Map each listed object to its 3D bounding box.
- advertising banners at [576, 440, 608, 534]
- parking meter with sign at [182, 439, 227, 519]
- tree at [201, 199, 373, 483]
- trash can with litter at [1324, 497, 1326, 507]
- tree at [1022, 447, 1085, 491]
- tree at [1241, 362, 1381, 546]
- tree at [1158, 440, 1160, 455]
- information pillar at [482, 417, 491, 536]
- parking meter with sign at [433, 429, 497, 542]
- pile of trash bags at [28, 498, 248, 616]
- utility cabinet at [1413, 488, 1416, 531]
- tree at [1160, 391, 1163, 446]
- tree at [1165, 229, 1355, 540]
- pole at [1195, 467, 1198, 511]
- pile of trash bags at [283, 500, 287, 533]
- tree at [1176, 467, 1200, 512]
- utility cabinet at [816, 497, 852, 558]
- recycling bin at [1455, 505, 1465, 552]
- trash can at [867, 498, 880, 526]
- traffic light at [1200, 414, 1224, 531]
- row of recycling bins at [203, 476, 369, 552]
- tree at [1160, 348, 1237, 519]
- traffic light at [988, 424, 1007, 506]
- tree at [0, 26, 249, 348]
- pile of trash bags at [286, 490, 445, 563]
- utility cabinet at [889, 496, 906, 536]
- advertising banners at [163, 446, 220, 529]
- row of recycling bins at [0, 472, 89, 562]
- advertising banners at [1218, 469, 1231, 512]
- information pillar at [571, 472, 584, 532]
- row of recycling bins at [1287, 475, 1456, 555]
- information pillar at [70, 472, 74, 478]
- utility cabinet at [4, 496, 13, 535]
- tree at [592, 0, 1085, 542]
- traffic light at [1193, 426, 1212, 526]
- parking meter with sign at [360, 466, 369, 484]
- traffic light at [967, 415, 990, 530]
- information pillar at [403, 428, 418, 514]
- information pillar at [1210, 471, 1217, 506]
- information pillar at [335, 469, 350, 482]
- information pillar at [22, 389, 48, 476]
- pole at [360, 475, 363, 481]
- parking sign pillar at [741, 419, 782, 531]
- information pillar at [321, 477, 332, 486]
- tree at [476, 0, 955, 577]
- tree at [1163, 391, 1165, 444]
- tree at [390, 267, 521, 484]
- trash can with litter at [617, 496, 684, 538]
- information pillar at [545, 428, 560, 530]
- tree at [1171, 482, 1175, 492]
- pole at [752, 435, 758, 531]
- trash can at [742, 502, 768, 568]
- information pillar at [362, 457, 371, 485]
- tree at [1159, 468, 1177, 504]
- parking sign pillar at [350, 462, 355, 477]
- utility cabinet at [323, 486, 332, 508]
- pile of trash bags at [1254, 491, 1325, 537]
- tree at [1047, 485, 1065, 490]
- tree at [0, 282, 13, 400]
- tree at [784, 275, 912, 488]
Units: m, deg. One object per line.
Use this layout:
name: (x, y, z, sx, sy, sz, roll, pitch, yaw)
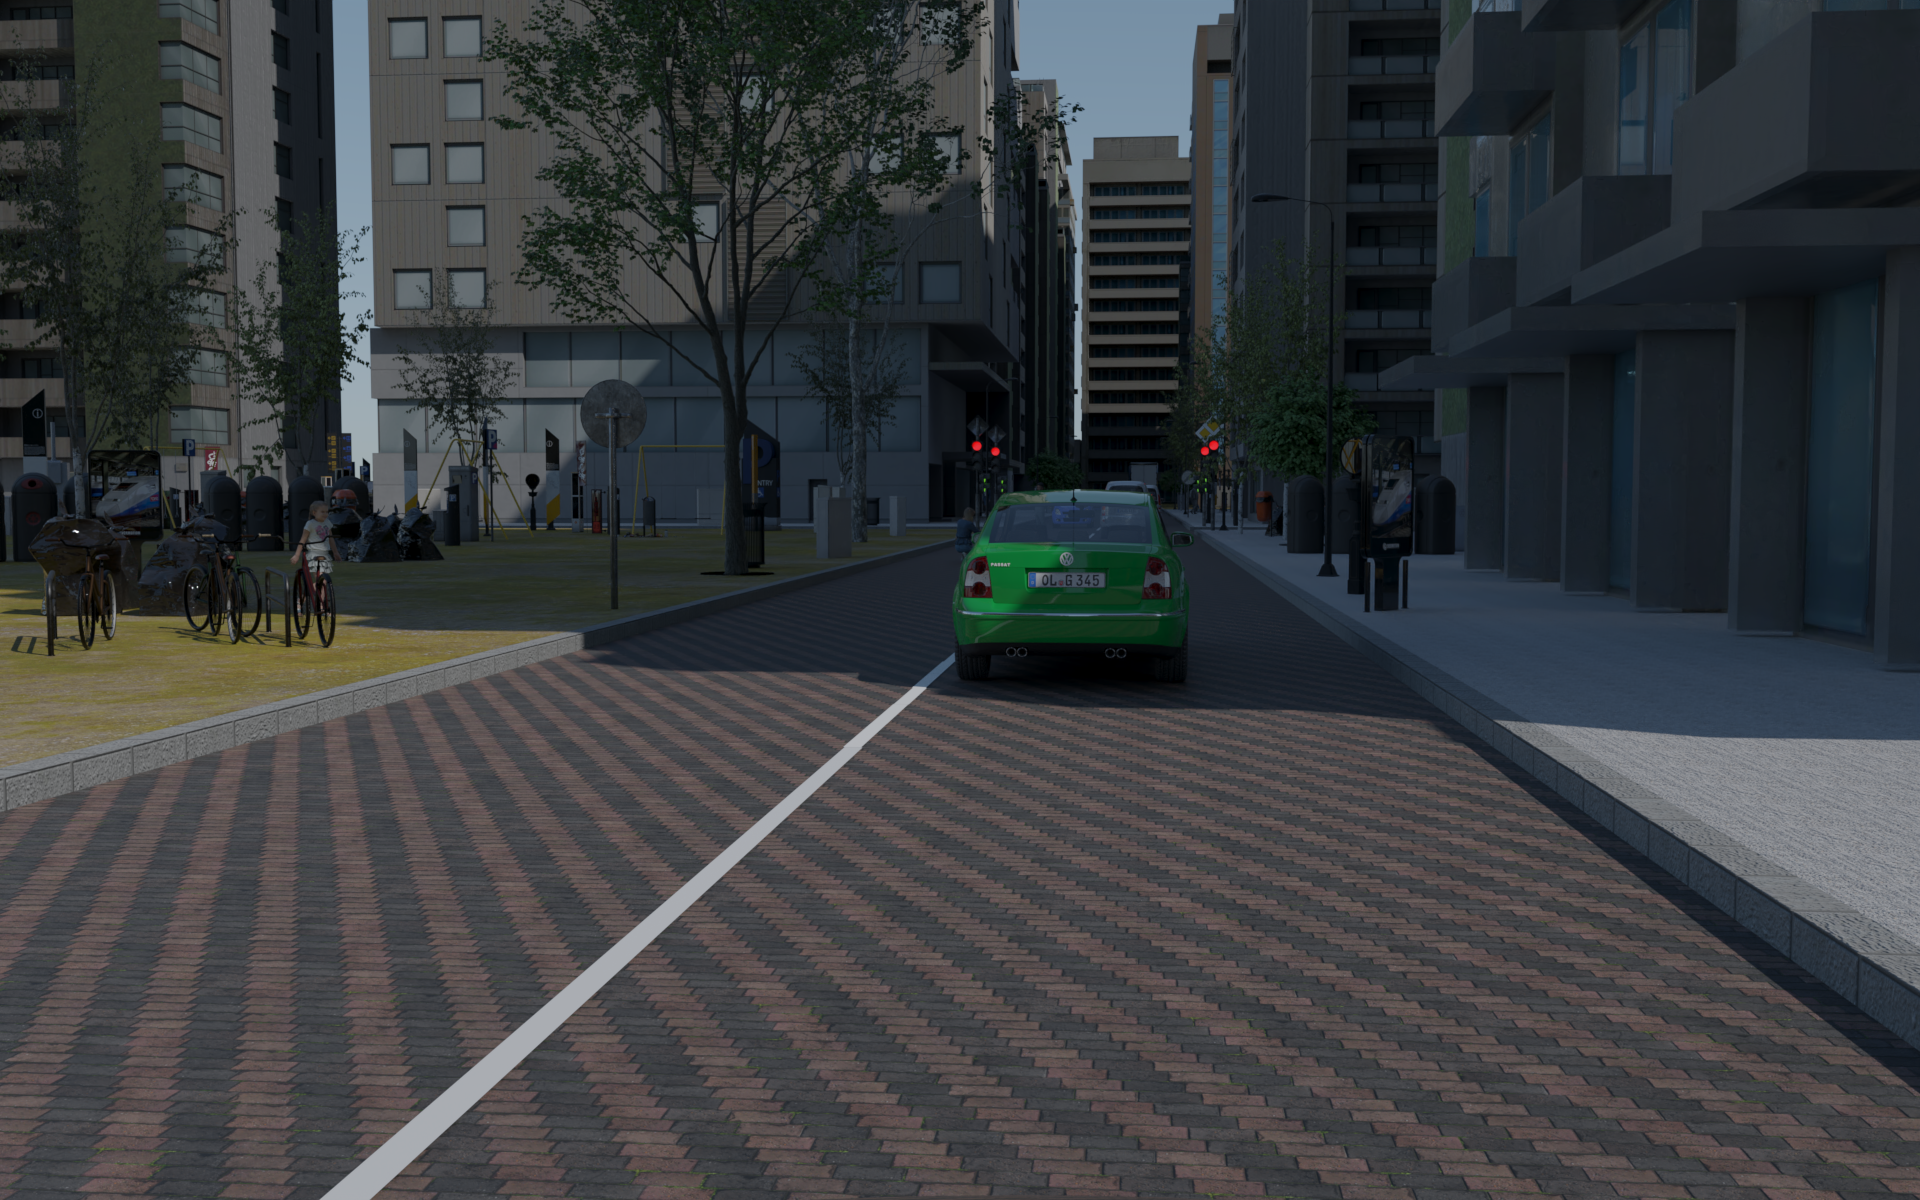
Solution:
advertising banners: (-11.769, -3.668, 56.163, 2.074, 3.025, 0.090, 3, 4, 38)
parking meter with sign: (-23.575, -3.574, 54.691, 1.738, 3.016, 0.543, 1, 4, 10)
tree: (-16.554, -5.689, 43.385, 4.737, 8.622, 4.395, 0, 3, 0)
trash can with litter: (12.143, -2.934, 59.359, 1.055, 1.170, 0.624, 2, 4, 33)
tree: (6.571, -8.645, 125.057, 4.285, 4.588, 4.351, 0, 3, 0)
tree: (8.692, -3.624, 42.961, 4.285, 4.588, 4.351, 0, 3, 0)
tree: (17.105, -11.206, 133.584, 4.360, 8.622, 3.978, 0, 3, 0)
information pillar: (-14.386, -3.742, 52.543, 0.183, 3.616, 0.504, 0, 4, -6)
parking meter with sign: (-13.406, -3.090, 46.786, 1.738, 3.016, 0.543, 1, 4, 14)
pile of trash bags: (-9.606, -0.565, 18.983, 3.447, 1.369, 1.912, 0, 4, 3)
utility cabinet: (15.398, -3.105, 59.446, 0.318, 1.500, 1.173, -1, 4, -13)
tree: (14.984, -10.017, 114.137, 4.737, 8.622, 4.395, 0, 3, 0)
tree: (8.944, -5.988, 48.262, 4.737, 8.622, 4.395, 0, 3, 0)
pole: (17.588, -8.245, 128.648, 0.158, 3.312, 0.155, 0, 3, 0)
pile of trash bags: (-22.145, -3.022, 59.168, 1.912, 1.369, 3.447, 3, 5, 41)
tree: (16.395, -7.792, 121.996, 1.663, 3.219, 1.824, 0, 3, 0)
utility cabinet: (-2.546, -1.456, 34.972, 0.306, 1.237, 1.020, 2, 4, 23)
recycling bin: (11.047, -1.613, 38.921, 0.722, 1.027, 0.722, 0, 4, 6)
trash can: (-3.583, -3.596, 70.441, 0.748, 1.137, 0.748, 0, 3, 0)
traffic light: (8.865, -4.394, 60.764, 0.839, 4.253, 0.868, 0, 4, 6)
row of recycling bins: (-15.192, -1.958, 39.127, 3.534, 1.692, 1.069, -1, 4, -15)
tree: (12.429, -8.344, 86.791, 4.360, 8.622, 3.978, 0, 3, 0)
traffic light: (1.464, -4.931, 69.535, 0.839, 4.253, 0.868, 0, 4, 6)
tree: (-14.186, -4.759, 28.172, 4.360, 8.622, 3.978, 0, 3, 0)
pile of trash bags: (-11.603, -1.485, 34.035, 1.912, 1.369, 3.447, -3, 5, -40)
utility cabinet: (-1.908, -2.582, 53.374, 0.306, 1.237, 1.020, -1, 4, -16)
advertising banners: (-28.158, -4.109, 63.369, 2.074, 3.025, 0.090, -1, 4, -22)
row of recycling bins: (-18.047, -1.570, 32.790, 3.534, 1.692, 1.069, -2, 4, -32)
advertising banners: (19.440, -8.067, 128.077, 0.090, 3.025, 2.074, -1, 4, -9)
information pillar: (-12.807, -3.272, 57.991, 0.304, 2.012, 0.304, 1, 4, 14)
row of recycling bins: (8.813, -1.839, 37.183, 3.534, 1.692, 1.069, 1, 4, 14)
information pillar: (-29.330, -3.242, 57.495, 0.304, 2.012, 0.304, 2, 4, 26)
utility cabinet: (-30.132, -2.627, 54.117, 1.020, 1.237, 0.306, 0, 4, -3)
tree: (-3.301, -11.519, 44.222, 12.611, 20.169, 13.585, 0, 3, 0)
traffic light: (9.683, -4.880, 68.707, 0.839, 4.253, 0.868, 0, 4, 6)
parking meter with sign: (-36.899, -6.757, 106.738, 0.543, 3.016, 1.738, 0, 4, -5)
traffic light: (0.646, -4.445, 61.591, 0.839, 4.253, 0.868, 0, 4, 6)
information pillar: (-19.513, -4.290, 61.503, 0.504, 3.616, 0.183, 0, 4, 8)
information pillar: (17.552, -7.865, 119.943, 0.504, 3.616, 0.183, -1, 4, -14)
information pillar: (-17.796, -2.783, 49.986, 0.304, 2.012, 0.304, 2, 4, 28)
information pillar: (-20.505, -2.881, 38.453, 0.504, 3.616, 0.183, -1, 4, -12)
pole: (-43.156, -8.016, 124.901, 0.158, 3.312, 0.155, 0, 3, 0)
parking sign pillar: (-6.973, -4.416, 60.668, 1.447, 3.967, 1.447, 1, 4, 14)
information pillar: (-26.713, -4.194, 73.068, 0.304, 2.012, 0.304, 2, 4, 32)
tree: (-3.618, -6.207, 27.241, 9.928, 11.665, 9.643, 0, 3, 0)
tree: (8.958, -6.431, 55.505, 4.737, 8.622, 4.395, 0, 3, 0)
tree: (-16.020, -6.446, 55.751, 4.360, 8.622, 3.978, 0, 3, 0)
trash can with litter: (-9.453, -2.492, 51.796, 2.233, 1.210, 1.678, 3, 5, 41)
information pillar: (-14.415, -4.276, 61.267, 0.504, 3.616, 0.183, 0, 4, 0)
tree: (18.925, -9.310, 146.827, 1.663, 3.219, 1.824, 0, 3, 0)
pole: (-7.052, -4.020, 59.570, 0.158, 3.312, 0.155, 0, 3, 0)
trash can: (-3.694, -1.125, 30.046, 0.748, 1.137, 0.748, 0, 3, 0)
information pillar: (-37.895, -7.293, 110.599, 0.504, 3.616, 0.183, -2, 4, -32)
tree: (26.817, -14.487, 220.571, 4.285, 4.588, 4.351, 0, 3, 0)
parking sign pillar: (-44.169, -8.278, 123.822, 1.447, 3.967, 1.447, 0, 4, -3)
utility cabinet: (-17.308, -2.412, 48.113, 0.318, 1.500, 1.173, 1, 4, 22)
pile of trash bags: (10.162, -2.649, 53.069, 1.912, 1.369, 3.447, 3, 5, 45)
tree: (7.948, -9.233, 145.558, 1.663, 3.219, 1.824, 0, 3, 0)
tree: (-26.578, -5.778, 44.832, 4.737, 8.622, 4.395, 0, 3, 0)
tree: (-3.795, -6.663, 59.302, 4.360, 8.622, 3.978, 0, 3, 0)
